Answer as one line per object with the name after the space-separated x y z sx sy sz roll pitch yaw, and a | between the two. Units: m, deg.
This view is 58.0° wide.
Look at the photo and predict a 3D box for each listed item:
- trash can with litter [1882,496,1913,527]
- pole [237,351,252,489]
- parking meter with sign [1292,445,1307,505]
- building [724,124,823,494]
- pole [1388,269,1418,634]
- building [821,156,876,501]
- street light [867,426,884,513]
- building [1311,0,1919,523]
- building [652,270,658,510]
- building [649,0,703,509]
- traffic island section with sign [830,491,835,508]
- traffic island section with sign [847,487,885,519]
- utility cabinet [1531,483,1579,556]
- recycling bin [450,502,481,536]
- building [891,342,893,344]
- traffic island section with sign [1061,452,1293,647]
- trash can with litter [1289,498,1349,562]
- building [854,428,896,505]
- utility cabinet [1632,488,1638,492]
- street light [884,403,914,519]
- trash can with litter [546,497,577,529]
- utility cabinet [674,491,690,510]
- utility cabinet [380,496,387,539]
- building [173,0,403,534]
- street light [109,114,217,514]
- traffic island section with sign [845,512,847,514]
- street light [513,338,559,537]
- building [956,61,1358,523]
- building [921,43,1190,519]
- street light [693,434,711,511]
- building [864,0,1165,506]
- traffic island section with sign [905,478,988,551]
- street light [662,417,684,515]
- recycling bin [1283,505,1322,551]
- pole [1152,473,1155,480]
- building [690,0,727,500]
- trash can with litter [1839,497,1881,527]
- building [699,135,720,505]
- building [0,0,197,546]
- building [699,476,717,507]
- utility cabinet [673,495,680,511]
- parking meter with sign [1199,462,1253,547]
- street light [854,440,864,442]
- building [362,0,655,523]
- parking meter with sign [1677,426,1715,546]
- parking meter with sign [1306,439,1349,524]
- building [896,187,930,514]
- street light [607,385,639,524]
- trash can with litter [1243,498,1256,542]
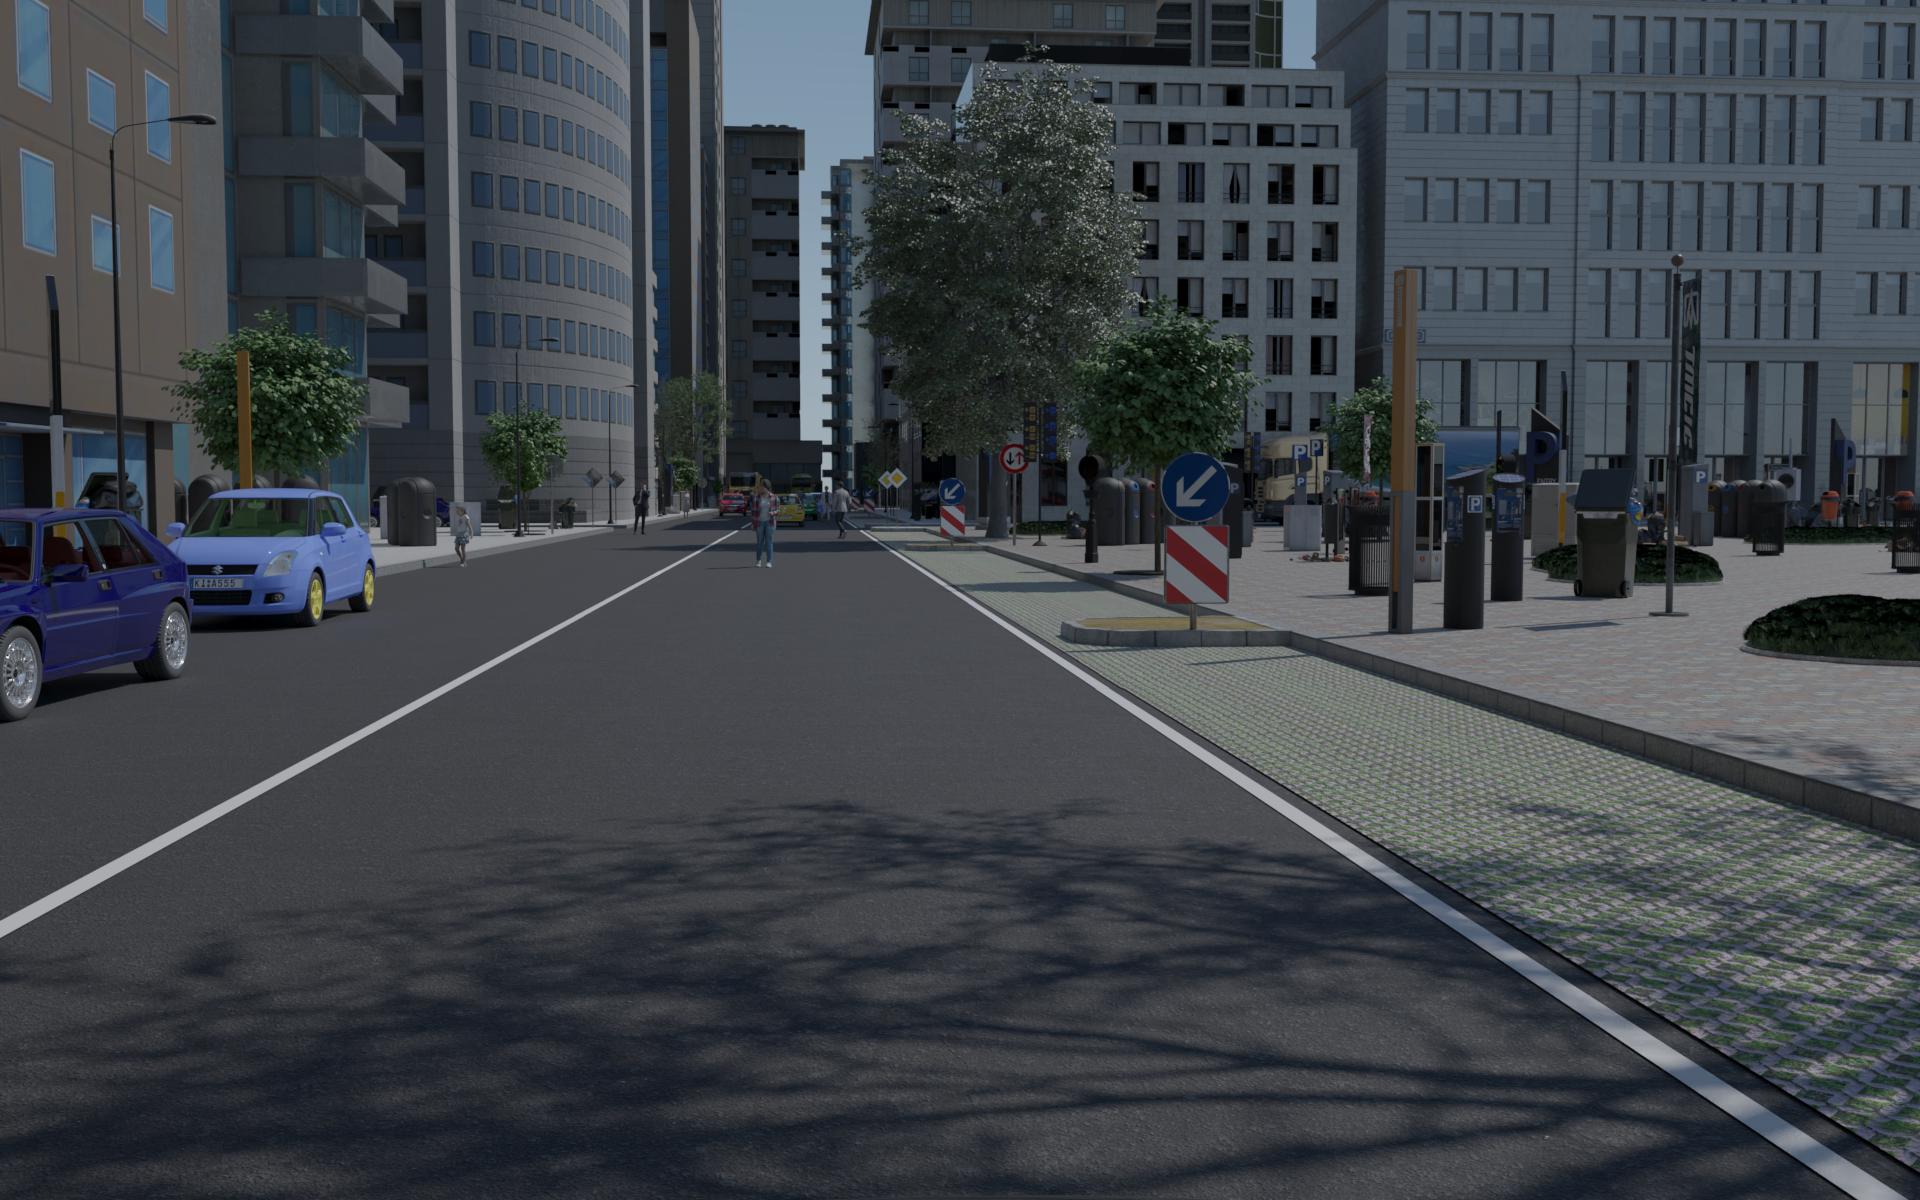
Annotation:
35.432 -3.317 65.283 2.233 1.210 1.678 -2 4 -25 | trash can with litter
-10.263 -1.898 24.884 0.158 3.312 0.155 0 3 0 | pole
11.807 -3.909 60.176 0.543 3.016 1.738 1 4 10 | parking meter with sign
-33.495 -40.156 245.789 27.495 52.752 28.713 0 4 -5 | building
4.061 -1.347 15.872 0.158 3.312 0.155 0 3 0 | pole
-4.373 -38.284 245.553 30.456 49.044 23.786 0 4 -5 | building
-5.648 -8.951 118.895 1.470 5.913 1.316 0 4 -5 | street light
32.943 -18.682 82.937 29.804 29.767 11.434 0 4 -5 | building
-36.541 -16.954 122.229 27.650 21.520 28.899 0 4 -5 | building
-30.381 -30.810 153.857 14.600 45.320 14.200 0 4 -5 | building
-12.173 -10.222 175.750 1.989 1.847 2.006 0 4 -5 | traffic island section with sign
-5.365 -5.574 99.757 1.989 1.847 2.006 0 4 -5 | traffic island section with sign
11.949 -1.585 34.598 0.318 1.500 1.173 -2 4 -26 | utility cabinet
-15.244 -2.497 53.388 0.722 1.027 0.722 -3 5 -41 | recycling bin
1.627 -18.132 138.257 13.314 21.916 24.055 0 4 -5 | building
2.040 -0.514 17.038 1.989 1.847 2.006 0 4 -5 | traffic island section with sign
7.153 -1.370 33.451 1.678 1.210 2.233 0 4 -6 | trash can with litter
-1.303 -54.760 208.003 22.319 86.520 31.000 0 4 -5 | building
24.869 -3.459 65.230 1.173 1.500 0.318 3 5 44 | utility cabinet
-2.966 -7.102 88.655 1.470 5.913 1.316 0 4 -5 | street light
-14.598 -3.183 63.434 1.055 1.170 0.624 -3 4 -36 | trash can with litter
-21.493 -7.655 133.832 1.173 1.500 0.318 -2 4 -29 | utility cabinet
-15.962 -2.333 49.299 1.020 1.237 0.306 -1 4 -13 | utility cabinet
-32.553 -26.243 48.679 30.456 49.044 23.786 0 4 -5 | building
-9.781 -2.980 21.269 1.470 5.913 1.316 0 4 -5 | street light
-7.787 -7.231 126.856 1.989 1.847 2.006 0 4 -5 | traffic island section with sign
-12.598 -4.829 51.496 1.470 5.913 1.316 0 4 -5 | street light
8.642 -13.830 80.868 16.860 20.320 10.420 0 4 -5 | building
4.570 -16.158 93.861 12.332 23.373 15.834 0 4 -5 | building
-19.962 -9.874 133.976 1.470 5.913 1.316 0 4 -5 | street light
4.964 -36.150 180.283 28.713 52.752 27.495 0 4 -5 | building
-0.368 -2.156 43.886 1.989 1.847 2.006 0 4 -5 | traffic island section with sign
-17.195 -8.025 103.744 1.470 5.913 1.316 0 4 -5 | street light
7.753 -1.632 39.236 0.722 1.027 0.722 0 4 -1 | recycling bin
8.522 -5.027 76.028 0.158 3.312 0.155 0 3 0 | pole
-39.448 -47.255 210.863 20.611 71.187 20.563 0 4 -5 | building
29.575 -2.796 57.098 1.055 1.170 0.624 0 4 -5 | trash can with litter
-34.211 -31.105 192.157 14.154 41.232 14.086 0 4 -5 | building
-21.717 -23.006 26.267 14.600 45.320 14.200 0 4 -5 | building
-41.011 -29.391 172.426 32.217 40.220 23.993 0 4 -5 | building
-19.549 -6.520 117.767 1.020 1.237 0.306 -3 5 -44 | utility cabinet
6.277 -2.756 41.316 1.738 3.016 0.543 -3 5 -42 | parking meter with sign
-8.404 -10.800 149.128 1.470 5.913 1.316 0 4 -5 | street light
-27.169 -33.230 85.303 21.231 58.520 28.212 0 4 -5 | building
18.376 -2.881 43.357 0.543 3.016 1.738 0 4 0 | parking meter with sign
12.039 -3.622 55.488 1.738 3.016 0.543 -2 4 -31 | parking meter with sign
3.092 -16.634 113.761 13.314 21.916 24.055 0 4 -5 | building
-14.315 -6.176 73.523 1.470 5.913 1.316 0 4 -5 | street light
7.511 -2.111 45.907 0.624 1.170 1.055 1 4 15 | trash can with litter
